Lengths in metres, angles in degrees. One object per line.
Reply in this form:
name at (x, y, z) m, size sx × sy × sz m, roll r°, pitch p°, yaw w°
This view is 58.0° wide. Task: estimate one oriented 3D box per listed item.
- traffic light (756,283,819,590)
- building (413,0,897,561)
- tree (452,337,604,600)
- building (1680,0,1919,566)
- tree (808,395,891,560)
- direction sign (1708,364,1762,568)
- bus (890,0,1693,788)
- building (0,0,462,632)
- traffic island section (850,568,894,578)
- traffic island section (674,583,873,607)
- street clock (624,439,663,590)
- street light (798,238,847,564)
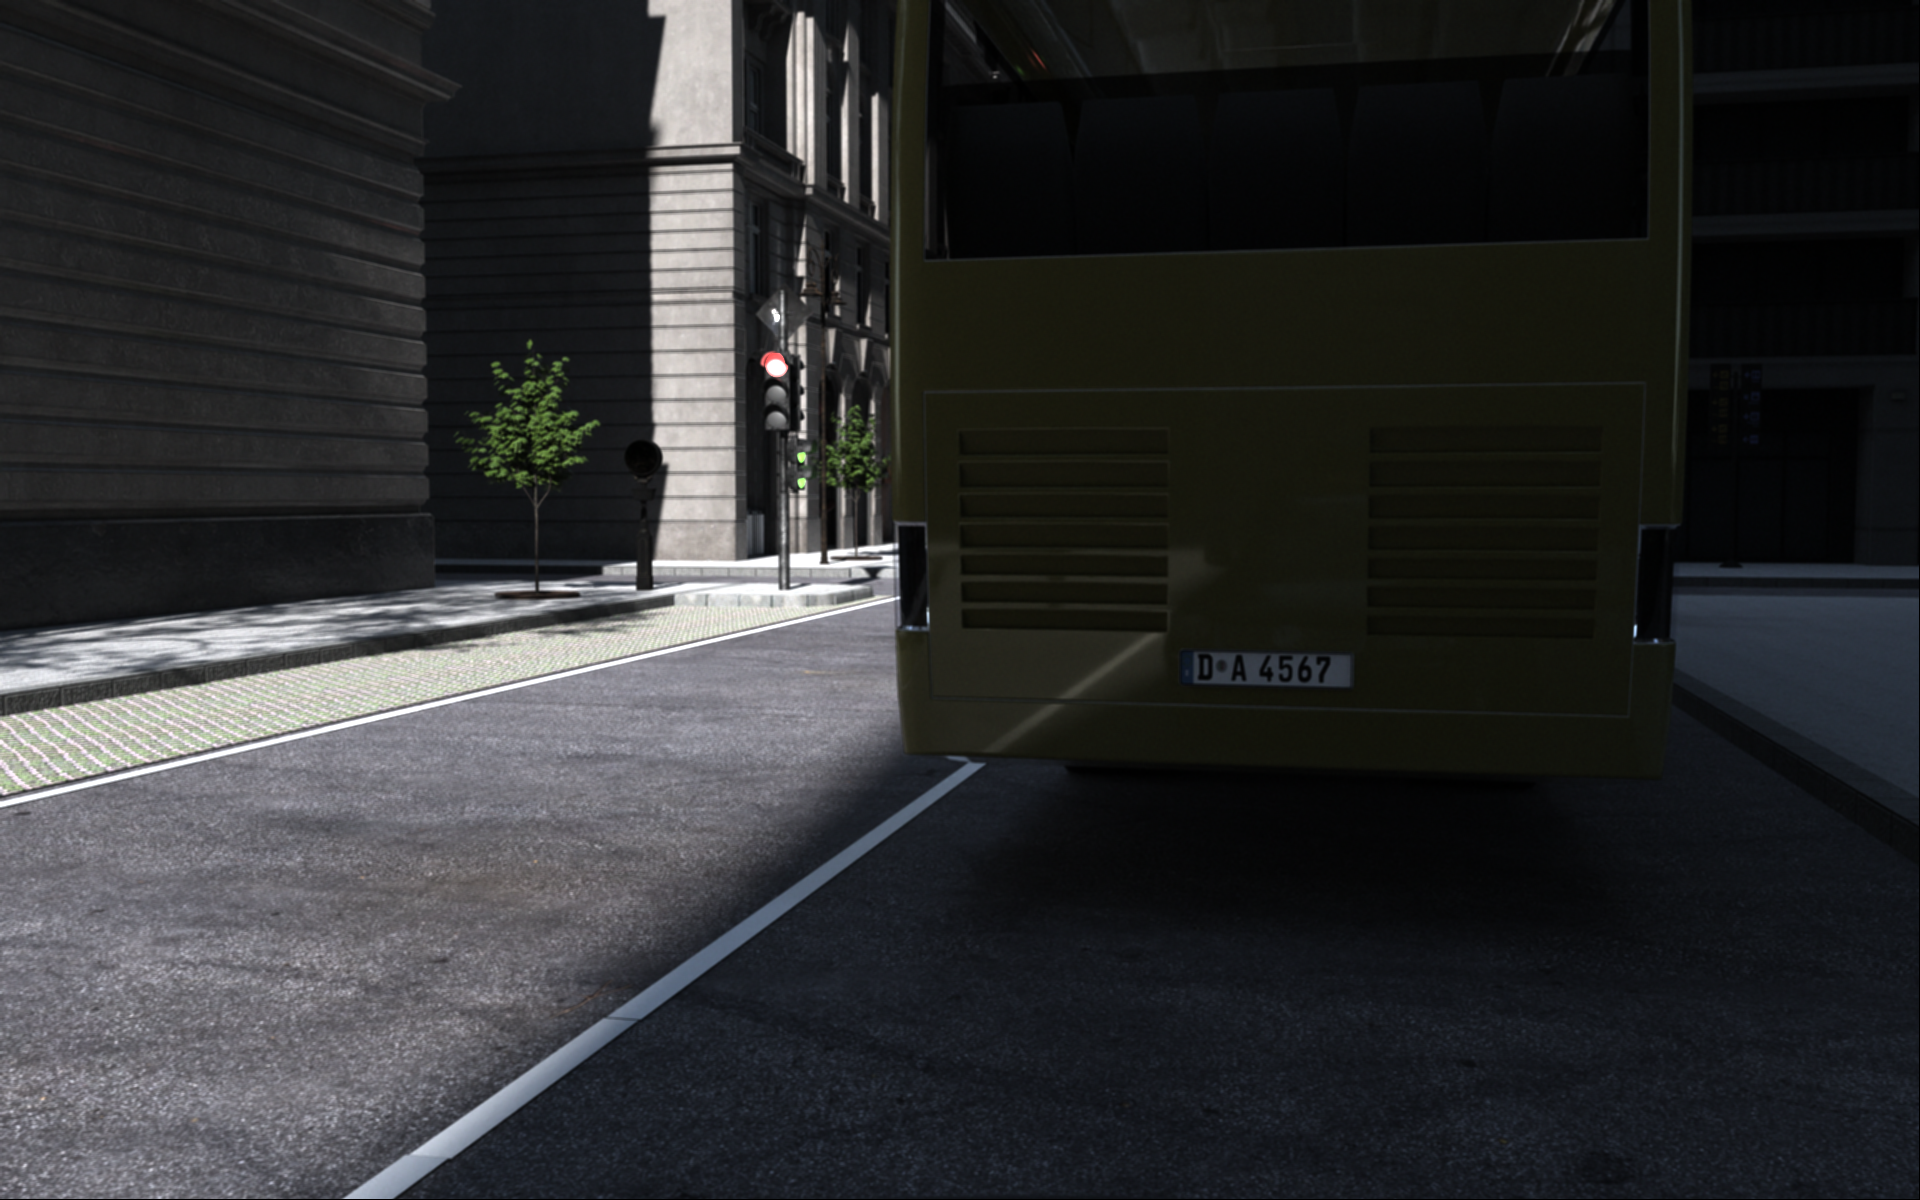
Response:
traffic light at (-2.338, -2.090, 23.094) m, size 0.839 × 4.253 × 0.868 m, roll 1°, pitch 4°, yaw 13°
building at (-7.461, -12.423, 44.912) m, size 13.314 × 21.916 × 24.055 m, roll 1°, pitch 4°, yaw 13°
tree at (-5.307, -1.652, 21.606) m, size 1.663 × 3.219 × 1.824 m, roll 0°, pitch 3°, yaw 0°
building at (23.964, -36.652, 37.512) m, size 20.611 × 71.187 × 20.563 m, roll 1°, pitch 4°, yaw 13°
tree at (-1.945, -2.411, 34.016) m, size 1.663 × 3.219 × 1.824 m, roll 0°, pitch 3°, yaw 0°
direction sign at (13.467, -2.334, 30.151) m, size 0.876 × 3.537 × 0.379 m, roll 0°, pitch 4°, yaw 2°
bus at (2.316, -1.215, 11.418) m, size 2.896 × 3.916 × 12.252 m, roll 1°, pitch 4°, yaw 13°
building at (-17.278, -11.717, 20.449) m, size 19.941 × 23.489 × 11.050 m, roll 1°, pitch 4°, yaw 13°
traffic island section at (-0.618, -0.535, 31.028) m, size 2.009 × 0.180 × 2.903 m, roll 1°, pitch 4°, yaw 13°
traffic island section at (-2.375, -0.059, 23.238) m, size 2.009 × 0.180 × 2.903 m, roll 1°, pitch 4°, yaw 13°
street clock at (-4.217, -1.134, 23.108) m, size 0.471 × 2.002 × 0.358 m, roll 0°, pitch 4°, yaw 3°
street light at (-2.487, -3.595, 31.564) m, size 0.468 × 5.910 × 1.993 m, roll 1°, pitch 4°, yaw 13°
